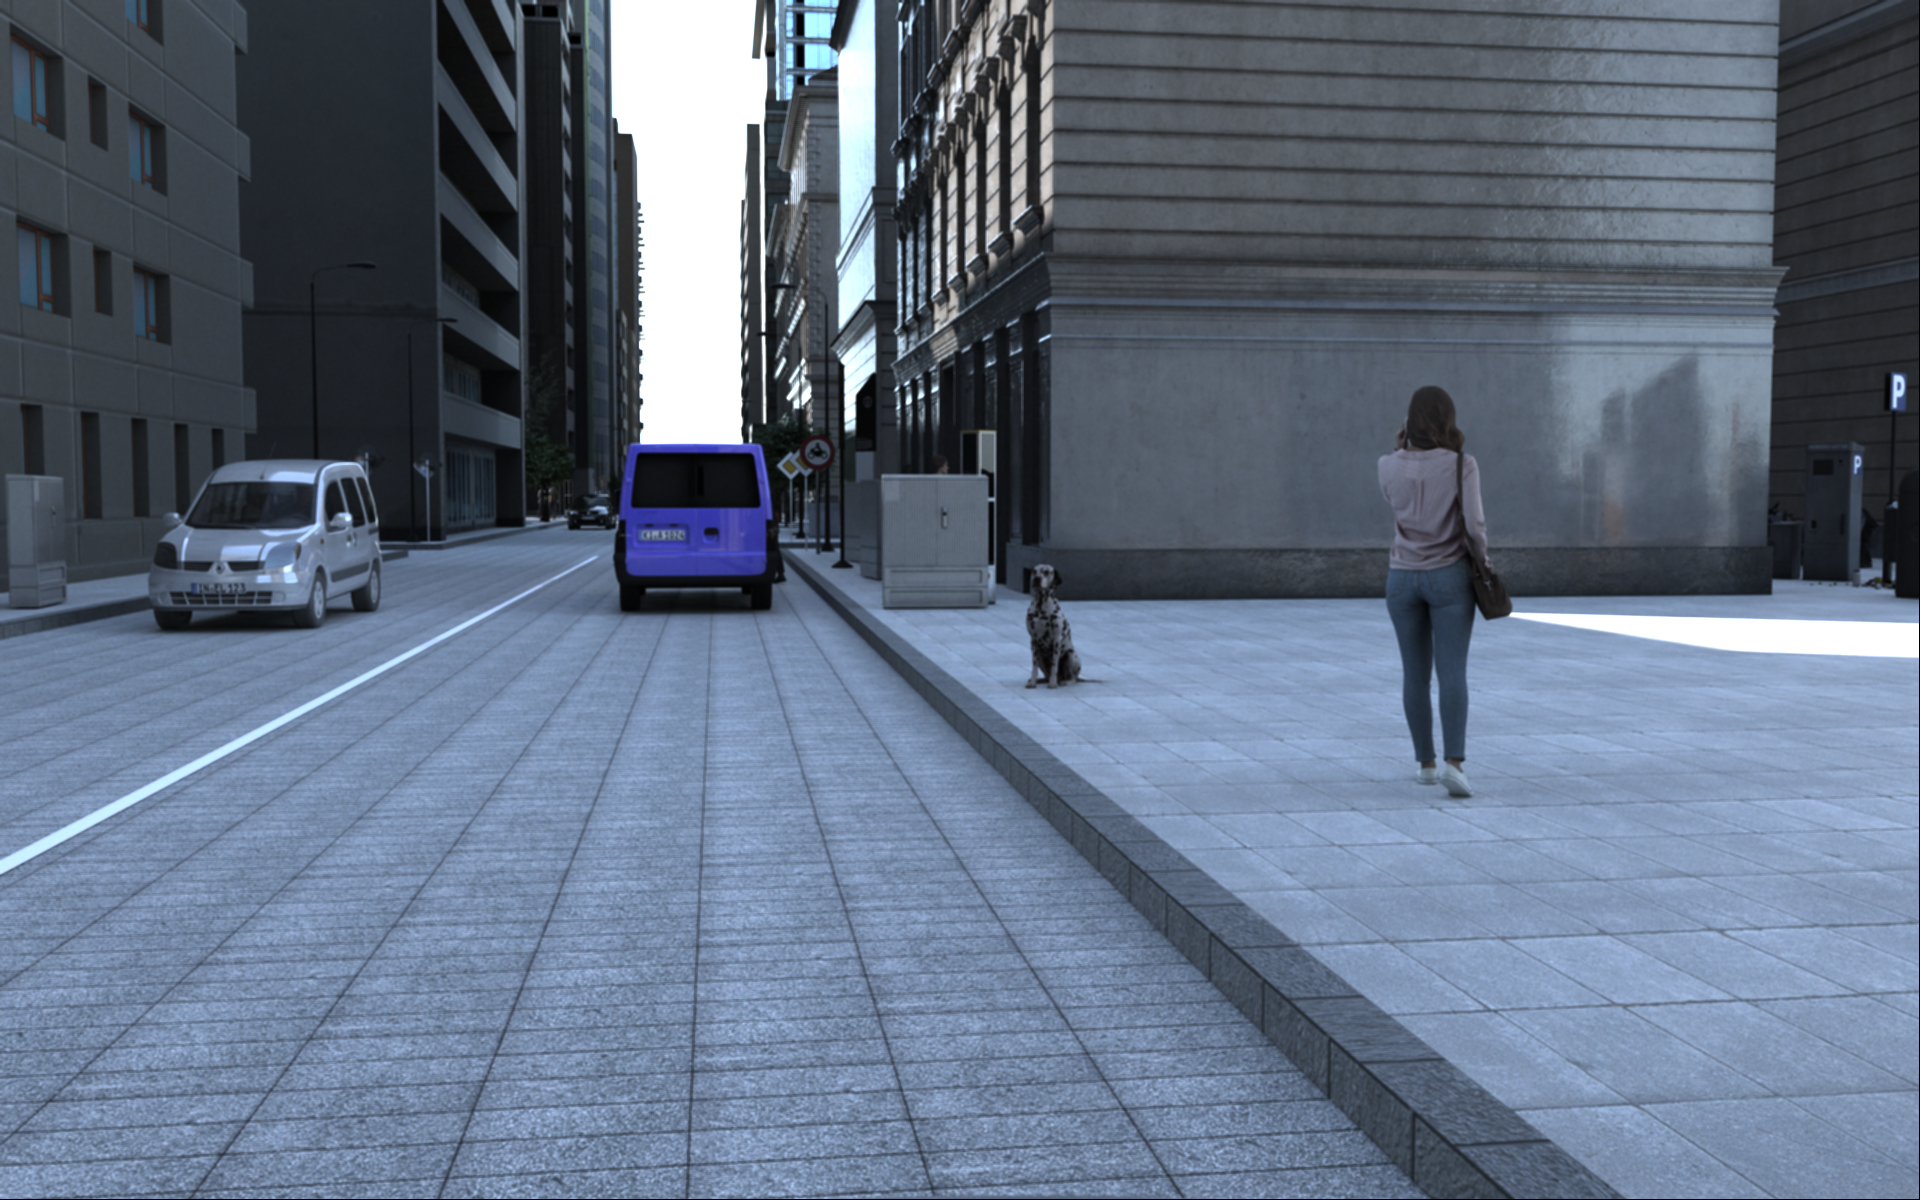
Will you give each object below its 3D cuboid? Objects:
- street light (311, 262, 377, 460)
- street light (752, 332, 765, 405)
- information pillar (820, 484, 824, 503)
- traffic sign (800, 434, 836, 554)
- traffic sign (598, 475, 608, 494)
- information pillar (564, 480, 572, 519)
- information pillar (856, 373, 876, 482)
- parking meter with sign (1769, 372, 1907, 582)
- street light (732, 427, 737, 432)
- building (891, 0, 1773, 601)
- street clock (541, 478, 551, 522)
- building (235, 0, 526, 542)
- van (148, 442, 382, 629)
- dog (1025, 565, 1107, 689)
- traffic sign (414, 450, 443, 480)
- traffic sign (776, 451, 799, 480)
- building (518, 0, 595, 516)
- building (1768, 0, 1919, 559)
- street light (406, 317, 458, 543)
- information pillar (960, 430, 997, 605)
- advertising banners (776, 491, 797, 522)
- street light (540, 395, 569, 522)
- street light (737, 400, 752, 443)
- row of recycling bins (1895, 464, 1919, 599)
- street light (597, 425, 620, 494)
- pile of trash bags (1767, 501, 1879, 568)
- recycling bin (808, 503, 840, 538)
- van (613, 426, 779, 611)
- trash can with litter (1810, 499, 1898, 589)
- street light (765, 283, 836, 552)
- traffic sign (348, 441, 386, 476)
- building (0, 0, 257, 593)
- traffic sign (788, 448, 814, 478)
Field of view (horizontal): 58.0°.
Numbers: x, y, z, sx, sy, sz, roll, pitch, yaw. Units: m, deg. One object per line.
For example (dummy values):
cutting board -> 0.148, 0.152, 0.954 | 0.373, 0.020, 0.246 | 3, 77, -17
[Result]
street light -> -12.379, -3.805, 34.755 | 1.470, 5.913, 1.316 | 0, 4, -8
street light -> -5.123, -4.723, 49.757 | 1.470, 5.913, 1.316 | 0, 4, -8
information pillar -> -6.455, -4.597, 79.650 | 0.304, 2.012, 0.304 | 1, 4, 11
traffic sign -> -3.030, -2.252, 36.922 | 0.768, 2.556, 0.104 | 0, 4, -4
traffic sign -> -24.313, -7.200, 117.820 | 0.768, 2.556, 0.104 | 0, 3, 0
information pillar -> -20.467, -5.260, 90.500 | 0.304, 2.012, 0.304 | 2, 4, 23
information pillar -> -1.819, -2.591, 33.719 | 0.504, 3.616, 0.183 | 3, 5, 40
parking meter with sign -> 12.920, -1.795, 25.617 | 0.543, 3.016, 1.738 | -3, 5, -40
street light -> -15.886, -9.398, 126.192 | 1.470, 5.913, 1.316 | 0, 4, -8
building -> 4.436, -11.033, 29.534 | 9.793, 20.994, 18.267 | 0, 4, -8
street clock -> -18.866, -4.553, 79.014 | 0.358, 2.002, 0.471 | 2, 4, 26
building -> -26.040, -26.335, 54.277 | 21.300, 48.544, 21.600 | 0, 4, -8
van -> -7.803, -0.776, 19.699 | 2.013, 2.044, 4.112 | 0, 4, -6
dog -> 0.731, 0.169, 11.620 | 0.800, 0.831, 0.513 | -2, 4, -27
traffic sign -> -14.079, -2.666, 45.783 | 0.795, 2.593, 0.064 | 0, 4, -8
traffic sign -> -4.575, -2.746, 47.093 | 0.795, 2.593, 0.064 | 0, 4, -8
building -> -29.489, -20.242, 102.665 | 14.160, 30.474, 14.107 | 0, 4, -8
building -> 27.953, -15.200, 34.426 | 20.117, 28.700, 13.634 | 0, 4, -8
street light -> -13.901, -4.470, 45.630 | 1.470, 5.913, 1.316 | 0, 4, -8
information pillar -> 0.211, -0.953, 20.073 | 0.304, 2.012, 0.304 | 3, 5, 43
advertising banners -> -8.400, -5.108, 79.701 | 2.074, 3.025, 0.090 | 2, 4, 29
street light -> -18.990, -6.634, 81.010 | 1.470, 5.913, 1.316 | 0, 4, -8
street light -> -10.097, -6.907, 85.463 | 1.470, 5.913, 1.316 | 0, 4, -8
row of recycling bins -> 12.464, -0.796, 20.121 | 1.069, 1.692, 3.534 | -1, 4, -20
street light -> -24.591, -9.126, 121.745 | 1.470, 5.913, 1.316 | 0, 4, -8
pile of trash bags -> 15.306, -1.231, 29.875 | 1.912, 1.369, 3.447 | -2, 4, -34
recycling bin -> -3.993, -2.339, 50.799 | 0.722, 1.027, 0.722 | -2, 4, -29
van -> -3.526, -1.137, 22.982 | 2.240, 2.365, 5.245 | -1, 4, -9
trash can with litter -> 12.771, -0.760, 23.479 | 1.678, 1.210, 2.233 | 0, 4, 2
street light -> -3.489, -4.026, 38.372 | 1.470, 5.913, 1.316 | 0, 4, -8
traffic sign -> -12.967, -2.183, 37.875 | 0.795, 2.593, 0.064 | 0, 4, -8
building -> -26.571, -10.625, 18.754 | 28.899, 21.520, 27.650 | 0, 4, -8
traffic sign -> -3.463, -2.263, 39.186 | 0.795, 2.593, 0.064 | 0, 4, -8
